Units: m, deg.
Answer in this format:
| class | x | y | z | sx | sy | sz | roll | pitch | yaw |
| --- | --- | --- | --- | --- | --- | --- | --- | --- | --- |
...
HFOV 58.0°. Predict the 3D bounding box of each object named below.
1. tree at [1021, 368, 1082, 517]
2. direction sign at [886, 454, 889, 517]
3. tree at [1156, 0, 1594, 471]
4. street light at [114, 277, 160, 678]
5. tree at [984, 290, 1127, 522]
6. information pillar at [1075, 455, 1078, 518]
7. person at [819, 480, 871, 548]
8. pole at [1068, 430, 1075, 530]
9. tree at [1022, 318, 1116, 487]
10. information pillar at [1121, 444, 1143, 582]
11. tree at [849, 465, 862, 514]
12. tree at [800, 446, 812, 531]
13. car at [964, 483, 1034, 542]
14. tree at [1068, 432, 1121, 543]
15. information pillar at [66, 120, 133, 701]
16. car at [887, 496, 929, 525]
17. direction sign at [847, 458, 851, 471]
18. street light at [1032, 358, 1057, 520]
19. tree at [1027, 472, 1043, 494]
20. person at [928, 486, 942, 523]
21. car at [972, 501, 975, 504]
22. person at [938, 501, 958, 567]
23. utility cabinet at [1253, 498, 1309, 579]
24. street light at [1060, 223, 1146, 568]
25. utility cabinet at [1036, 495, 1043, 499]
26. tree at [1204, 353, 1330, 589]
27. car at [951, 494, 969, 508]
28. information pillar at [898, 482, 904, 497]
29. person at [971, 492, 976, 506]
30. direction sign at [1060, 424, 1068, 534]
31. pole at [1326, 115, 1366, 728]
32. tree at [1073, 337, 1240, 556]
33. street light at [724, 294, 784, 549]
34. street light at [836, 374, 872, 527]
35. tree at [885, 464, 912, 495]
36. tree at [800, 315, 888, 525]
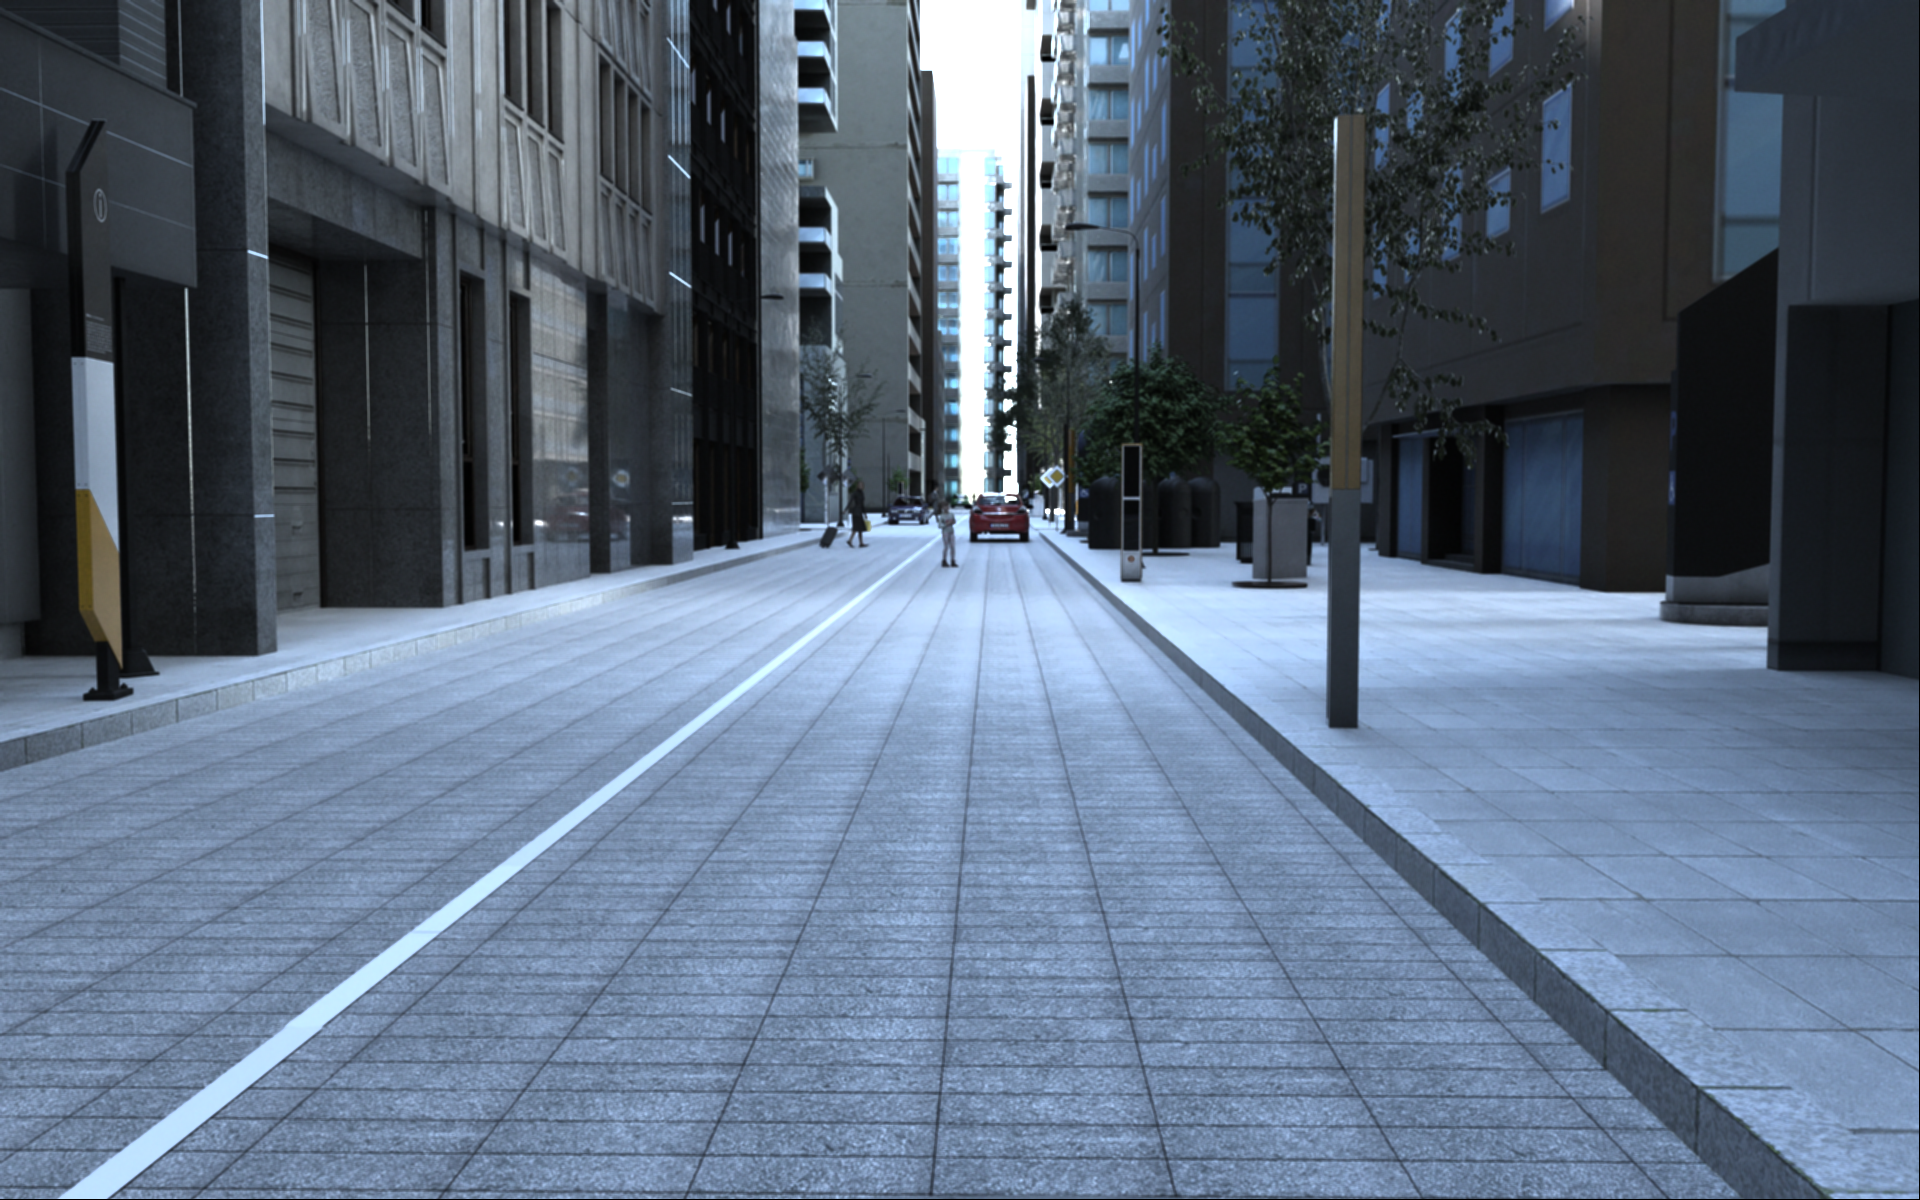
| class | x | y | z | sx | sy | sz | roll | pitch | yaw |
| --- | --- | --- | --- | --- | --- | --- | --- | --- | --- |
| tree | 5.431 | -8.998 | 97.486 | 4.737 | 8.622 | 4.395 | 0 | 3 | 0 |
| direction sign | -4.066 | -6.533 | 98.819 | 0.379 | 3.537 | 0.876 | 0 | 4 | -1 |
| tree | 3.948 | -4.108 | 17.521 | 4.360 | 8.622 | 3.978 | 0 | 3 | 0 |
| street light | -5.319 | -2.416 | 12.045 | 1.470 | 5.913 | 1.316 | 0 | 4 | 1 |
| tree | 4.511 | -8.847 | 79.063 | 7.601 | 10.594 | 8.767 | 1 | 4 | 22 |
| information pillar | 6.381 | -6.145 | 91.827 | 0.504 | 3.616 | 0.183 | 0 | 4 | -7 |
| person | -3.061 | -2.310 | 46.479 | 1.509 | 1.804 | 0.699 | -2 | 4 | -26 |
| pole | 3.539 | -3.741 | 55.007 | 0.158 | 3.312 | 0.155 | 0 | 3 | 0 |
| tree | 4.801 | -7.423 | 71.728 | 4.360 | 8.622 | 3.978 | 0 | 3 | 0 |
| information pillar | 2.518 | -1.277 | 25.369 | 0.304 | 2.012 | 0.304 | 1 | 4 | 8 |
| tree | -7.196 | -7.229 | 112.802 | 1.663 | 3.219 | 1.824 | 0 | 3 | 0 |
| tree | -5.709 | -4.051 | 60.828 | 1.663 | 3.219 | 1.824 | 0 | 3 | 0 |
| car | 1.196 | -2.696 | 53.119 | 2.155 | 1.783 | 4.494 | 0 | 4 | 1 |
| tree | 3.623 | -3.128 | 45.750 | 1.663 | 3.219 | 1.824 | 0 | 3 | 0 |
| information pillar | -5.354 | -1.185 | 10.722 | 0.183 | 3.616 | 0.504 | 0 | 4 | -7 |
| car | -2.413 | -4.232 | 81.769 | 1.945 | 1.354 | 3.894 | 0 | 4 | 3 |
| direction sign | -7.161 | -7.172 | 109.256 | 0.379 | 3.537 | 0.876 | 2 | 4 | 33 |
| street light | 3.152 | -5.303 | 59.249 | 1.470 | 5.913 | 1.316 | 0 | 4 | 1 |
| tree | 6.534 | -9.262 | 146.035 | 1.663 | 3.219 | 1.824 | 0 | 3 | 0 |
| person | -1.287 | -4.798 | 86.912 | 0.822 | 1.834 | 0.622 | 0 | 4 | -2 |
| car | 1.669 | -4.938 | 92.534 | 2.131 | 1.459 | 4.920 | 0 | 4 | 3 |
| person | -0.214 | -1.300 | 34.039 | 0.394 | 1.301 | 0.425 | 3 | 5 | 41 |
| utility cabinet | 4.883 | -0.934 | 26.429 | 1.020 | 1.237 | 0.306 | -3 | 5 | -42 |
| street light | 2.499 | -3.502 | 29.804 | 1.470 | 5.913 | 1.316 | 0 | 4 | 1 |
| utility cabinet | 5.124 | -6.118 | 111.195 | 0.306 | 1.237 | 1.020 | 0 | 4 | -6 |
| tree | 4.411 | -1.788 | 23.835 | 1.663 | 3.219 | 1.824 | 0 | 3 | 0 |
| car | 0.022 | -10.286 | 176.972 | 1.959 | 1.807 | 4.718 | 0 | 4 | 2 |
| information pillar | -3.529 | -6.063 | 103.621 | 0.304 | 2.012 | 0.304 | 1 | 4 | 16 |
| person | 1.610 | -12.084 | 206.904 | 0.721 | 1.723 | 1.217 | 2 | 4 | 28 |
| direction sign | 3.418 | -3.917 | 56.040 | 0.379 | 3.537 | 0.876 | 1 | 4 | 11 |
| pole | 2.110 | -0.956 | 9.472 | 0.158 | 3.312 | 0.155 | 0 | 3 | 0 |
| tree | 4.058 | -3.226 | 36.462 | 4.285 | 4.588 | 4.351 | 0 | 3 | 0 |
| street light | -4.790 | -4.148 | 40.364 | 1.470 | 5.913 | 1.316 | 0 | 4 | 1 |
| street light | -4.108 | -5.799 | 67.355 | 1.470 | 5.913 | 1.316 | 0 | 4 | 1 |
| tree | -4.080 | -7.196 | 112.249 | 1.663 | 3.219 | 1.824 | 0 | 3 | 0 |
| tree | -5.346 | -7.449 | 72.151 | 4.360 | 8.622 | 3.978 | 0 | 3 | 0 |
